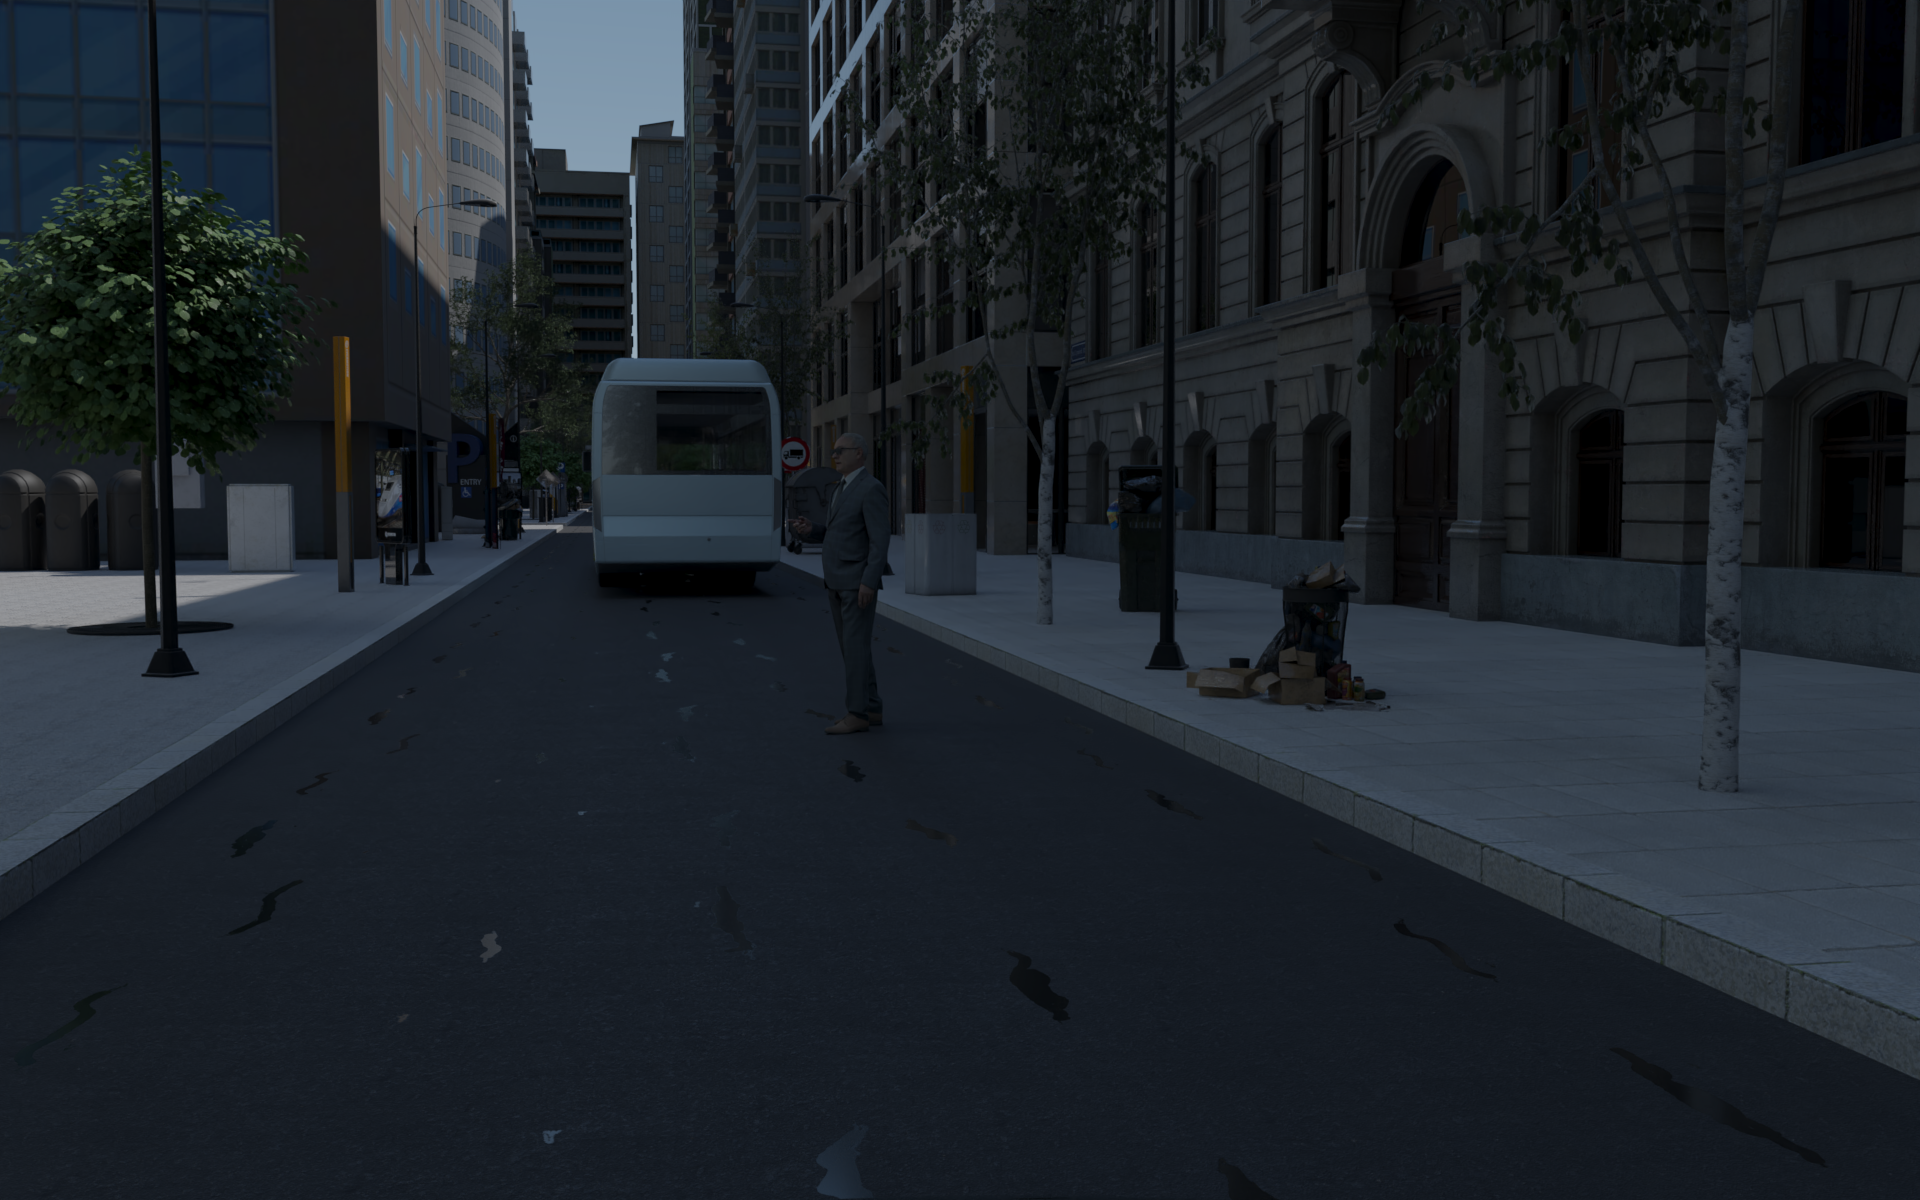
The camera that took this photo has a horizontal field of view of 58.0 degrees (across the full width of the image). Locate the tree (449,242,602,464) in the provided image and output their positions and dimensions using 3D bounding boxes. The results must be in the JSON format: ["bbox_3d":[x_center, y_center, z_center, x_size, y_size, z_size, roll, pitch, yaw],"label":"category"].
[{"bbox_3d":[-16.468,-7.891,63.433,7.601,10.594,8.767,-1,4,-21],"label":"tree"}]

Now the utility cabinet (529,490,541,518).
[{"bbox_3d":[-22.403,-5.062,91.447,0.318,1.500,1.173,-2,4,-33],"label":"utility cabinet"}]

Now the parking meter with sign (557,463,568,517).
[{"bbox_3d":[-22.151,-6.128,96.451,0.543,3.016,1.738,0,4,-6],"label":"parking meter with sign"}]

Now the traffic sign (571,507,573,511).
[{"bbox_3d":[-29.358,-8.003,130.951,0.768,2.556,0.104,-1,4,-10],"label":"traffic sign"}]

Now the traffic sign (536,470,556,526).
[{"bbox_3d":[-16.764,-4.071,70.204,0.795,2.450,0.064,-1,4,-11],"label":"traffic sign"}]

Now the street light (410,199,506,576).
[{"bbox_3d":[-7.976,-3.350,27.312,1.470,5.913,1.316,-1,4,-11],"label":"street light"}]

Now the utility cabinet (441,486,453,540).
[{"bbox_3d":[-14.350,-2.434,48.474,0.318,1.500,1.173,-1,4,-17],"label":"utility cabinet"}]

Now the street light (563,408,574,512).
[{"bbox_3d":[-18.275,-6.442,77.862,1.470,5.913,1.316,-1,4,-11],"label":"street light"}]

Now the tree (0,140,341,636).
[{"bbox_3d":[-7.559,-1.990,16.258,4.285,4.588,4.351,0,3,0],"label":"tree"}]

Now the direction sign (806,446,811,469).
[{"bbox_3d":[-7.101,-5.524,82.308,0.379,3.537,0.876,1,4,20],"label":"direction sign"}]

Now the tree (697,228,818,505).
[{"bbox_3d":[-4.873,-5.919,47.133,4.360,8.622,3.978,0,3,0],"label":"tree"}]

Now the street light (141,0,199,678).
[{"bbox_3d":[-5.053,-2.424,12.170,1.470,5.913,1.316,-1,4,-11],"label":"street light"}]

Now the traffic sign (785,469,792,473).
[{"bbox_3d":[-4.646,-2.684,43.883,0.884,2.594,0.081,-1,4,-10],"label":"traffic sign"}]

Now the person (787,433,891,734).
[{"bbox_3d":[-0.718,-0.114,10.535,0.590,1.801,0.661,-2,4,-30],"label":"person"}]

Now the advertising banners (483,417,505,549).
[{"bbox_3d":[-10.904,-2.713,40.541,0.090,3.025,2.074,-2,4,-28],"label":"advertising banners"}]

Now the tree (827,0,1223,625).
[{"bbox_3d":[0.782,-4.079,17.051,4.360,8.622,3.978,0,3,0],"label":"tree"}]

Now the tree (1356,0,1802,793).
[{"bbox_3d":[3.196,-3.493,7.469,4.360,8.622,3.978,0,3,0],"label":"tree"}]

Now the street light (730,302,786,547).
[{"bbox_3d":[-4.871,-4.262,42.232,1.470,5.913,1.316,-1,4,-11],"label":"street light"}]

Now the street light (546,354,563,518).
[{"bbox_3d":[-14.074,-5.193,57.447,1.470,5.913,1.316,-1,4,-11],"label":"street light"}]

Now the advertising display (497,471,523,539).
[{"bbox_3d":[-12.811,-2.665,48.787,0.974,1.923,0.123,-3,4,-36],"label":"advertising display"}]

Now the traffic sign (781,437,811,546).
[{"bbox_3d":[-3.701,-2.349,38.512,0.768,2.556,0.104,-1,4,-9],"label":"traffic sign"}]

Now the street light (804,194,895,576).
[{"bbox_3d":[-1.733,-3.337,27.101,1.470,5.913,1.316,-1,4,-11],"label":"street light"}]

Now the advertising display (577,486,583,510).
[{"bbox_3d":[-30.826,-8.221,139.630,0.974,1.923,0.123,2,4,28],"label":"advertising display"}]

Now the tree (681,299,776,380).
[{"bbox_3d":[-8.703,-7.000,64.819,4.737,8.622,4.395,0,3,0],"label":"tree"}]

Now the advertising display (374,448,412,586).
[{"bbox_3d":[-8.021,-1.179,24.496,0.123,1.923,0.974,-3,5,-41],"label":"advertising display"}]

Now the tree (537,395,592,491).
[{"bbox_3d":[-26.678,-10.242,117.822,4.360,8.622,3.978,0,3,0],"label":"tree"}]

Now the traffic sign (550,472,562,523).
[{"bbox_3d":[-18.335,-4.550,78.033,0.795,2.450,0.064,-1,4,-11],"label":"traffic sign"}]

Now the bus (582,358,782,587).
[{"bbox_3d":[-5.081,-2.154,30.079,2.948,3.499,13.247,-1,4,-12],"label":"bus"}]

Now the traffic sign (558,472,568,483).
[{"bbox_3d":[-23.216,-6.162,100.853,0.768,2.556,0.104,0,4,-2],"label":"traffic sign"}]

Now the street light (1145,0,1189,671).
[{"bbox_3d":[0.993,-2.442,12.474,1.470,5.913,1.316,-1,4,-11],"label":"street light"}]

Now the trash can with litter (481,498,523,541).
[{"bbox_3d":[-12.596,-2.217,47.628,1.055,1.170,0.624,-3,5,-42],"label":"trash can with litter"}]

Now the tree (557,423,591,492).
[{"bbox_3d":[-36.729,-13.118,164.840,4.737,8.622,4.395,0,3,0],"label":"tree"}]

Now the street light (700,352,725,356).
[{"bbox_3d":[-7.795,-5.148,56.706,1.470,5.913,1.316,-1,4,-11],"label":"street light"}]

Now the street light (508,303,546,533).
[{"bbox_3d":[-10.945,-4.259,42.170,1.470,5.913,1.316,-1,4,-11],"label":"street light"}]

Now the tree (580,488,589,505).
[{"bbox_3d":[-45.816,-13.172,209.962,1.663,3.219,1.824,0,3,0],"label":"tree"}]

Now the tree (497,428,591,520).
[{"bbox_3d":[-21.390,-6.280,86.383,4.285,4.588,4.351,0,3,0],"label":"tree"}]
